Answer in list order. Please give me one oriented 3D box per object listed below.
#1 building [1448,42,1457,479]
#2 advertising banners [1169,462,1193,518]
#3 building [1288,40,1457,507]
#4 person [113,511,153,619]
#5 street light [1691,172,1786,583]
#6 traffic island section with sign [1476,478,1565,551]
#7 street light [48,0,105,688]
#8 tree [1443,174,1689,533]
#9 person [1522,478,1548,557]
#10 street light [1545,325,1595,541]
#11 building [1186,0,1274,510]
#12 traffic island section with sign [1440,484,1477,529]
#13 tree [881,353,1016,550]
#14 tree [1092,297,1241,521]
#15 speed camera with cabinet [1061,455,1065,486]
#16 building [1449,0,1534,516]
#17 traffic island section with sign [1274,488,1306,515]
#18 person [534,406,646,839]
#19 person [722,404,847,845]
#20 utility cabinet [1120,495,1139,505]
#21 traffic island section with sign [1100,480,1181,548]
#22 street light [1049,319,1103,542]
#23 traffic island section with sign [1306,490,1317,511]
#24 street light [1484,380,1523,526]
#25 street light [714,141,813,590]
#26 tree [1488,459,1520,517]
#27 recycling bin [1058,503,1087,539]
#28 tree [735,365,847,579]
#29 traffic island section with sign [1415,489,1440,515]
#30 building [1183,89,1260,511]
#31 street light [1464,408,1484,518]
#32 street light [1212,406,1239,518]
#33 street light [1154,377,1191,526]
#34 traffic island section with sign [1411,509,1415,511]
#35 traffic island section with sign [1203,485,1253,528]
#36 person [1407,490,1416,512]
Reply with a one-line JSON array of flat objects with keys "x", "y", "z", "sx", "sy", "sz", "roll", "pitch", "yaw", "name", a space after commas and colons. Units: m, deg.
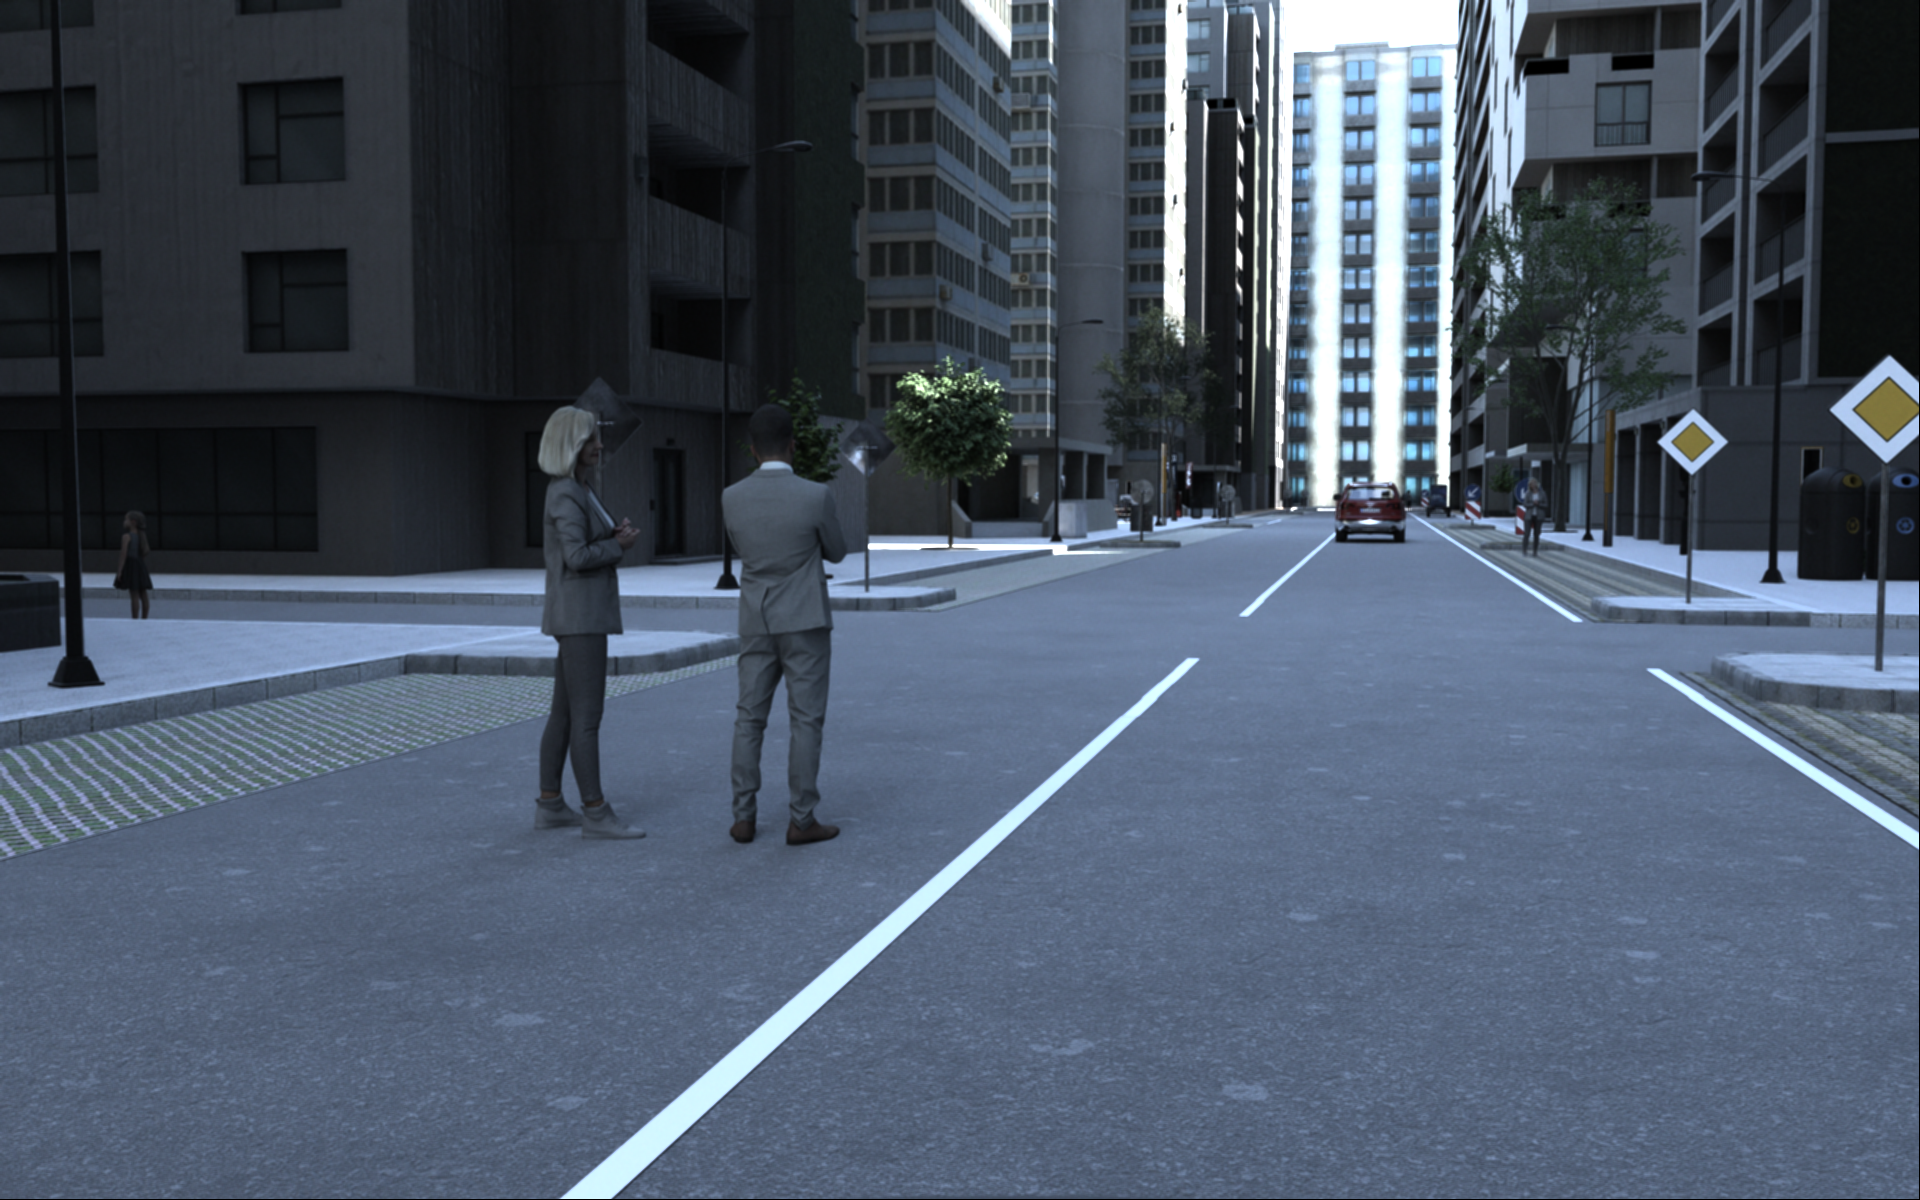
[{"x": 54.113, "y": -30.270, "z": 149.540, "sx": 22.147, "sy": 44.769, "sz": 28.867, "roll": 1, "pitch": 4, "yaw": 14, "name": "building"}, {"x": 11.924, "y": -6.019, "z": 94.595, "sx": 0.090, "sy": 3.025, "sz": 2.074, "roll": -3, "pitch": 5, "yaw": -43, "name": "advertising banners"}, {"x": 42.823, "y": -34.661, "z": 186.311, "sx": 30.456, "sy": 49.044, "sz": 23.786, "roll": 1, "pitch": 4, "yaw": 14, "name": "building"}, {"x": -8.781, "y": -0.317, "z": 18.359, "sx": 0.373, "sy": 1.253, "sz": 0.362, "roll": 1, "pitch": 4, "yaw": 17, "name": "person"}, {"x": 11.230, "y": -3.209, "z": 25.008, "sx": 1.470, "sy": 5.913, "sz": 1.316, "roll": 1, "pitch": 4, "yaw": 14, "name": "street light"}, {"x": 14.499, "y": -2.208, "z": 44.727, "sx": 1.989, "sy": 1.847, "sz": 2.006, "roll": 1, "pitch": 4, "yaw": 14, "name": "traffic island section with sign"}, {"x": -5.405, "y": -2.371, "z": 11.309, "sx": 1.470, "sy": 5.913, "sz": 1.316, "roll": 1, "pitch": 4, "yaw": 14, "name": "street light"}, {"x": 20.094, "y": -8.074, "z": 57.768, "sx": 9.928, "sy": 11.665, "sz": 9.643, "roll": 0, "pitch": 3, "yaw": 0, "name": "tree"}, {"x": 12.961, "y": -1.856, "z": 39.022, "sx": 0.537, "sy": 1.800, "sz": 0.526, "roll": 1, "pitch": 4, "yaw": 21, "name": "person"}, {"x": 16.761, "y": -4.593, "z": 47.632, "sx": 1.470, "sy": 5.913, "sz": 1.316, "roll": 1, "pitch": 4, "yaw": 14, "name": "street light"}, {"x": 17.847, "y": -27.990, "z": 141.235, "sx": 14.154, "sy": 41.232, "sz": 14.086, "roll": 1, "pitch": 4, "yaw": 14, "name": "building"}, {"x": 20.849, "y": -3.810, "z": 70.927, "sx": 1.989, "sy": 1.847, "sz": 2.006, "roll": 1, "pitch": 4, "yaw": 14, "name": "traffic island section with sign"}, {"x": -0.221, "y": -3.477, "z": 40.564, "sx": 4.285, "sy": 4.588, "sz": 4.351, "roll": 0, "pitch": 3, "yaw": 0, "name": "tree"}, {"x": 9.891, "y": -9.048, "z": 82.349, "sx": 7.601, "sy": 10.594, "sz": 8.767, "roll": 1, "pitch": 4, "yaw": 19, "name": "tree"}, {"x": 5.837, "y": -5.697, "z": 87.489, "sx": 2.038, "sy": 3.252, "sz": 0.660, "roll": 1, "pitch": 4, "yaw": 18, "name": "speed camera with cabinet"}, {"x": 47.174, "y": -30.662, "z": 125.018, "sx": 21.300, "sy": 48.544, "sz": 21.600, "roll": 1, "pitch": 4, "yaw": 14, "name": "building"}, {"x": 23.083, "y": -6.909, "z": 121.590, "sx": 1.989, "sy": 1.847, "sz": 2.006, "roll": 1, "pitch": 4, "yaw": 14, "name": "traffic island section with sign"}, {"x": -1.564, "y": 0.079, "z": 7.394, "sx": 0.526, "sy": 1.800, "sz": 0.537, "roll": 0, "pitch": 4, "yaw": 3, "name": "person"}, {"x": -0.726, "y": 0.089, "z": 7.229, "sx": 0.511, "sy": 1.800, "sz": 0.466, "roll": 0, "pitch": 4, "yaw": 3, "name": "person"}, {"x": 9.428, "y": -5.215, "z": 96.435, "sx": 1.020, "sy": 1.237, "sz": 0.306, "roll": 2, "pitch": 4, "yaw": 27, "name": "utility cabinet"}, {"x": 4.889, "y": -2.319, "z": 46.537, "sx": 1.989, "sy": 1.847, "sz": 2.006, "roll": 1, "pitch": 4, "yaw": 14, "name": "traffic island section with sign"}, {"x": 3.110, "y": -4.505, "z": 46.201, "sx": 1.470, "sy": 5.913, "sz": 1.316, "roll": 1, "pitch": 4, "yaw": 14, "name": "street light"}, {"x": 29.675, "y": -8.570, "z": 148.747, "sx": 1.989, "sy": 1.847, "sz": 2.006, "roll": 1, "pitch": 4, "yaw": 14, "name": "traffic island section with sign"}, {"x": 22.212, "y": -5.978, "z": 70.276, "sx": 1.470, "sy": 5.913, "sz": 1.316, "roll": 1, "pitch": 4, "yaw": 14, "name": "street light"}, {"x": -2.617, "y": -3.092, "z": 23.101, "sx": 1.470, "sy": 5.913, "sz": 1.316, "roll": 1, "pitch": 4, "yaw": 14, "name": "street light"}, {"x": 29.967, "y": -6.165, "z": 95.405, "sx": 1.663, "sy": 3.219, "sz": 1.824, "roll": 0, "pitch": 3, "yaw": 0, "name": "tree"}, {"x": 3.225, "y": -2.316, "z": 50.423, "sx": 0.722, "sy": 1.027, "sz": 0.722, "roll": 2, "pitch": 4, "yaw": 34, "name": "recycling bin"}, {"x": -2.571, "y": -1.932, "z": 26.184, "sx": 1.663, "sy": 3.219, "sz": 1.824, "roll": 0, "pitch": 3, "yaw": 0, "name": "tree"}, {"x": 32.573, "y": -6.764, "z": 119.223, "sx": 1.989, "sy": 1.847, "sz": 2.006, "roll": 1, "pitch": 4, "yaw": 14, "name": "traffic island section with sign"}, {"x": 14.420, "y": -21.787, "z": 127.915, "sx": 14.160, "sy": 30.474, "sz": 14.107, "roll": 1, "pitch": 4, "yaw": 14, "name": "building"}, {"x": 27.732, "y": -7.362, "z": 92.903, "sx": 1.470, "sy": 5.913, "sz": 1.316, "roll": 1, "pitch": 4, "yaw": 14, "name": "street light"}, {"x": 14.017, "y": -7.275, "z": 91.487, "sx": 1.470, "sy": 5.913, "sz": 1.316, "roll": 1, "pitch": 4, "yaw": 14, "name": "street light"}, {"x": 8.452, "y": -5.892, "z": 68.871, "sx": 1.470, "sy": 5.913, "sz": 1.316, "roll": 1, "pitch": 4, "yaw": 14, "name": "street light"}, {"x": 38.987, "y": -8.384, "z": 145.701, "sx": 1.989, "sy": 1.847, "sz": 2.006, "roll": 1, "pitch": 4, "yaw": 14, "name": "traffic island section with sign"}, {"x": 11.367, "y": -3.955, "z": 73.289, "sx": 1.989, "sy": 1.847, "sz": 2.006, "roll": 1, "pitch": 4, "yaw": 14, "name": "traffic island section with sign"}, {"x": 35.693, "y": -7.843, "z": 137.517, "sx": 0.721, "sy": 1.735, "sz": 1.217, "roll": -2, "pitch": 4, "yaw": -31, "name": "person"}]
